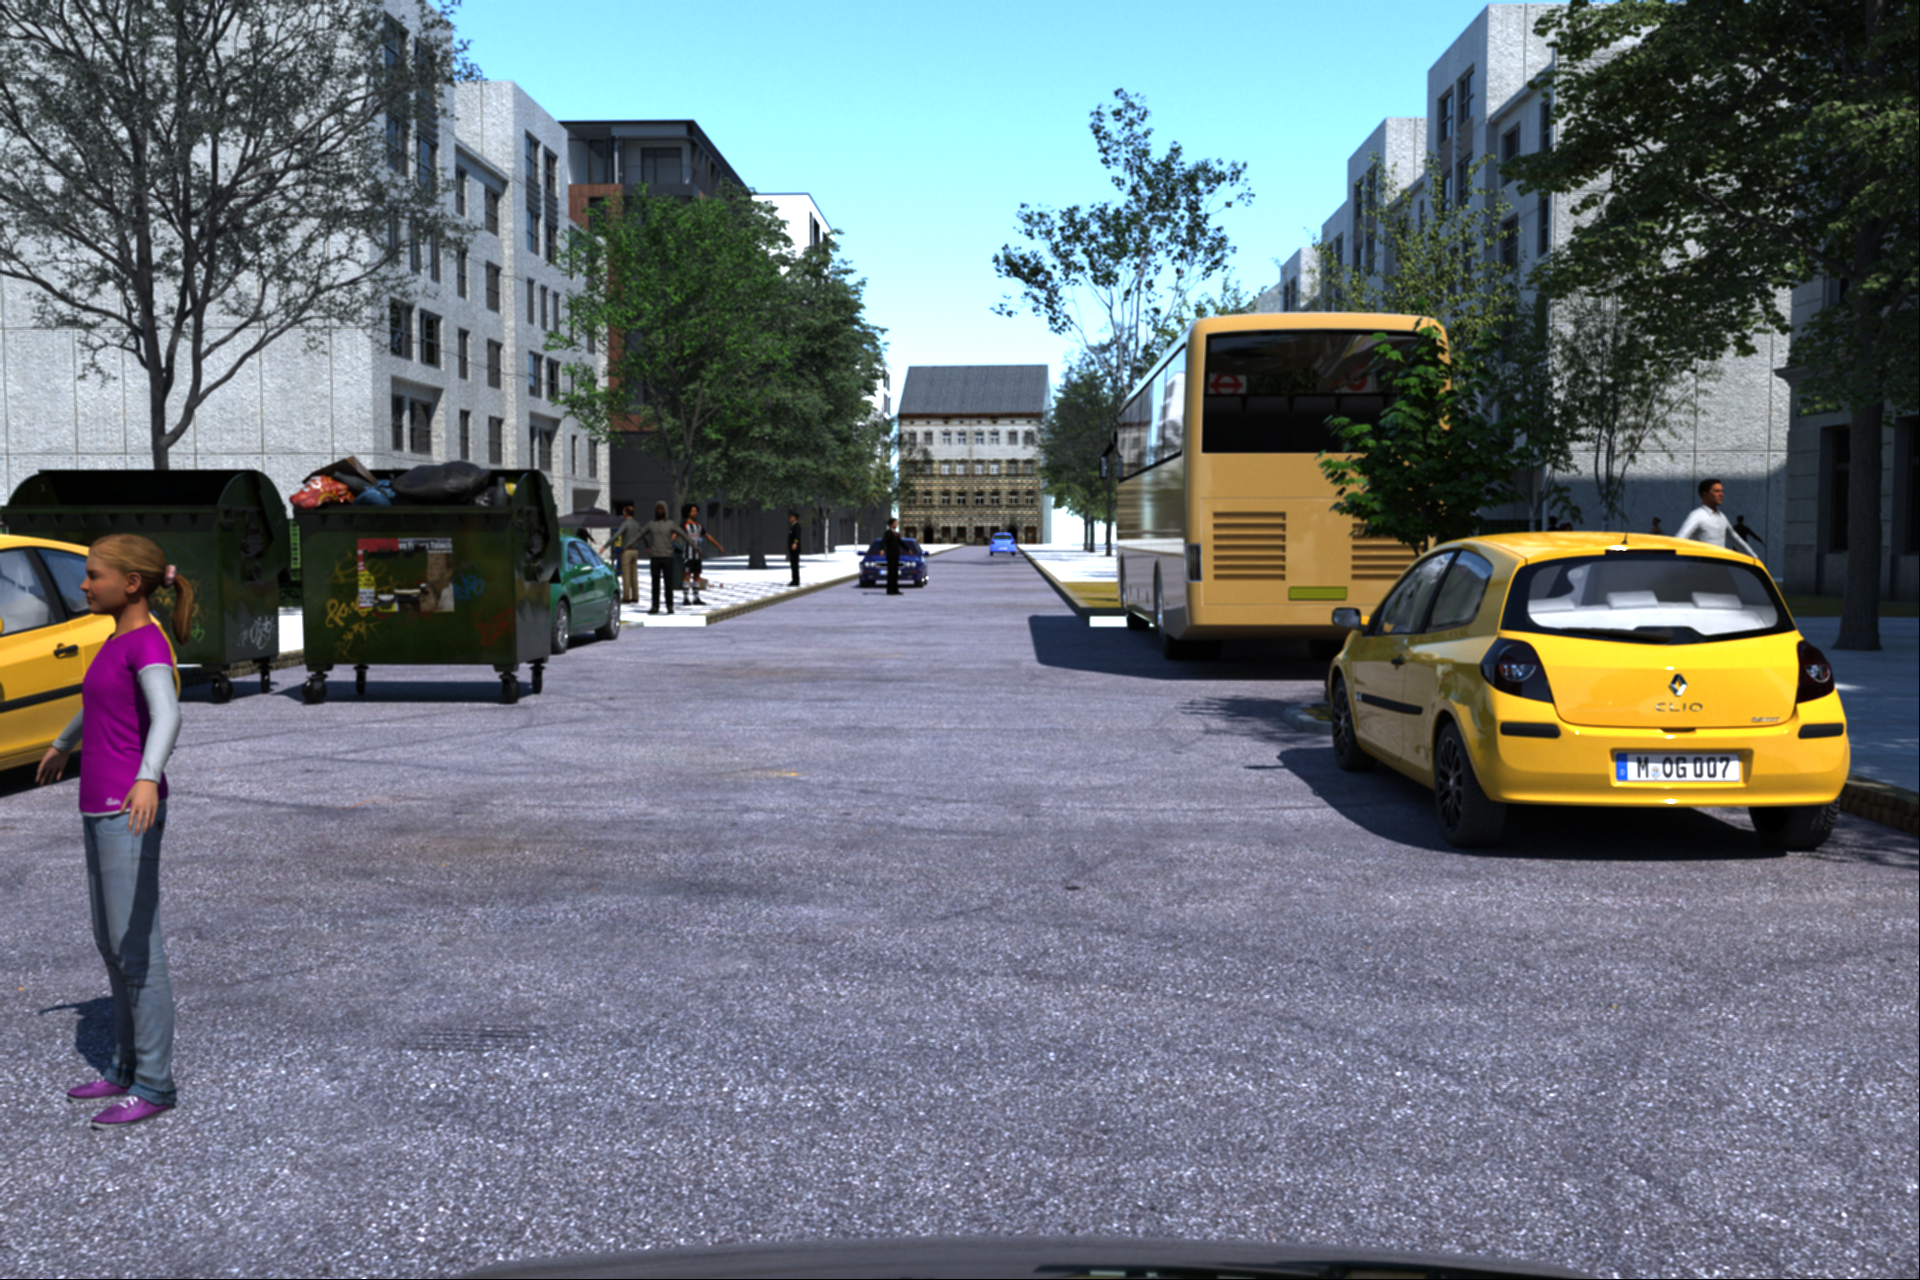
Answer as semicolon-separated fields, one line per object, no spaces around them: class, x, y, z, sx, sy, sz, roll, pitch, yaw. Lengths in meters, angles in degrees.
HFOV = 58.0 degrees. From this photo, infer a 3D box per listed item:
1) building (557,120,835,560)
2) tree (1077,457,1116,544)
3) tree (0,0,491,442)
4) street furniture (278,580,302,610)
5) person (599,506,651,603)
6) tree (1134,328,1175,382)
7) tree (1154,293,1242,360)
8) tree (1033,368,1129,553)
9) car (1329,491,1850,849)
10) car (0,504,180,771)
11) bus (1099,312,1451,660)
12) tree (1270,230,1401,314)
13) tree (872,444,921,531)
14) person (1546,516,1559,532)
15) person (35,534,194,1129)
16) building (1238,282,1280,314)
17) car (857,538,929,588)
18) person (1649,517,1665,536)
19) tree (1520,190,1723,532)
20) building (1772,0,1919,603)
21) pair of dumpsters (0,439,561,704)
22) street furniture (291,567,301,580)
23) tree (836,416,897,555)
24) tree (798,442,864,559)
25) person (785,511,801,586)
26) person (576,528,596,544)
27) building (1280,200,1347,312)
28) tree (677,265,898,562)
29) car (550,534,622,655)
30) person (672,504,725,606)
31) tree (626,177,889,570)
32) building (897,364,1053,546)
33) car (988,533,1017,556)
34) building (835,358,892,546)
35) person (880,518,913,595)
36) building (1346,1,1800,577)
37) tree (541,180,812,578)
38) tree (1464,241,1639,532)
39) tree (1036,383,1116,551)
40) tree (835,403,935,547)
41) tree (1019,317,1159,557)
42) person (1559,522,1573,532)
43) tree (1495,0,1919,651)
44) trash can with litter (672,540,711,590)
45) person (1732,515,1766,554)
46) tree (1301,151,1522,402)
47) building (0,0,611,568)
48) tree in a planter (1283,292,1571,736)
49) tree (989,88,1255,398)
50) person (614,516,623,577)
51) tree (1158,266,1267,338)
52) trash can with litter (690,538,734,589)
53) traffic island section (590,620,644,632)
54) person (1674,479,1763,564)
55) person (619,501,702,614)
building;-23.051;-15.807;102.422;27.936;21.610;32.646;0;4;2
tree;18.923;-19.184;220.315;9.857;13.997;8.962;0;3;0
tree;-11.735;-7.038;25.440;12.009;13.543;11.850;0;3;0
street furniture;-11.736;-1.067;33.077;5.734;0.657;10.072;-2;4;-26
person;-6.173;-1.586;32.208;0.705;1.796;1.348;2;4;31
tree;7.585;-6.890;63.018;4.360;8.622;3.978;0;3;0
tree;7.753;-6.344;54.089;4.737;8.622;4.395;0;3;0
tree;8.838;-12.277;118.850;7.486;12.596;7.792;0;3;0
car;3.115;0.056;9.316;2.015;1.641;3.980;0;4;1
car;-5.928;0.043;9.513;2.015;1.641;3.980;0;4;1
bus;3.582;-1.896;22.550;2.896;3.916;12.252;0;4;2
tree;9.302;-5.629;42.400;4.360;8.622;3.978;0;3;0
tree;-5.714;-11.142;132.534;4.360;8.622;3.978;0;3;0
person;15.094;-2.305;44.408;1.216;1.740;0.721;-2;4;-34
person;-2.117;0.456;4.267;0.599;1.433;0.991;-3;4;-39
building;28.378;-19.396;148.049;19.493;23.208;18.063;0;4;2
car;-1.799;-2.130;47.406;1.945;1.354;3.894;0;4;1
person;18.611;-2.432;46.560;0.721;1.733;1.217;-1;4;-13
tree;14.004;-5.365;38.081;4.360;8.622;3.978;0;3;0
building;25.259;-14.603;15.182;17.030;29.872;44.131;0;4;1
pair of dumpsters;-5.814;-0.615;15.004;4.436;2.255;1.574;0;4;2
street furniture;-14.441;-1.835;45.621;5.734;0.657;10.072;0;4;7
tree;-6.127;-9.509;105.834;4.737;8.622;4.395;0;3;0
tree;-6.967;-8.515;89.586;4.360;8.622;3.978;0;3;0
person;-4.108;-2.248;42.695;0.705;1.837;1.347;-1;4;-13
person;-13.438;-3.410;61.947;0.705;1.806;1.347;1;4;18
building;29.037;-14.242;99.314;16.747;18.905;31.486;0;4;2
tree;-7.712;-10.503;78.379;9.857;13.997;8.962;0;3;0
car;-5.602;-0.632;22.130;2.131;1.459;4.920;0;4;1
person;-4.808;-1.530;31.154;0.704;1.843;1.345;3;5;43
tree;-7.351;-9.517;62.252;9.857;13.997;8.962;0;3;0
building;2.329;-23.863;223.548;18.063;23.208;19.493;0;4;7
car;2.815;-6.424;114.623;1.945;1.707;3.694;0;4;1
building;-22.973;-21.749;199.563;27.936;21.610;32.646;0;4;2
person;-1.553;-1.965;40.767;0.705;1.806;1.347;2;4;30
building;26.185;-12.224;66.313;16.747;18.905;31.486;0;4;2
tree;-8.198;-7.622;50.381;9.928;11.665;9.643;0;3;0
tree;14.731;-5.709;43.705;4.737;8.622;4.395;0;3;0
tree;9.140;-12.953;129.904;7.486;12.596;7.792;0;3;0
tree;-6.315;-11.612;124.265;8.767;10.594;7.601;-2;4;-25
tree;8.551;-11.448;97.552;12.009;13.543;11.850;0;3;0
person;8.188;-0.862;23.302;0.989;1.438;0.599;-2;4;-32
tree;10.037;-6.187;19.281;7.486;12.596;7.792;0;3;0
trash can with litter;-6.247;-1.736;39.775;1.055;1.170;0.624;0;4;2
person;21.976;-2.608;48.786;1.346;1.812;0.704;3;5;43
tree;8.633;-5.027;32.546;4.737;8.622;4.395;0;3;0
building;-25.759;-12.336;68.146;16.747;18.905;31.486;0;4;2
tree in a planter;3.472;-0.957;12.865;1.991;3.239;1.994;0;4;2
tree;6.941;-13.506;76.717;12.611;20.169;13.585;0;3;0
person;-10.126;-2.805;51.824;0.705;1.833;1.349;0;4;4
tree;7.105;-6.013;48.668;4.737;8.622;4.395;0;3;0
trash can with litter;-6.182;-1.877;41.746;1.678;1.210;2.233;0;4;1
traffic island section;-5.895;-0.212;26.337;1.991;0.108;1.994;0;4;2
person;7.215;-0.641;16.634;1.344;1.810;0.704;-2;4;-29
person;-4.804;-1.329;27.853;1.348;1.813;0.705;0;4;3
